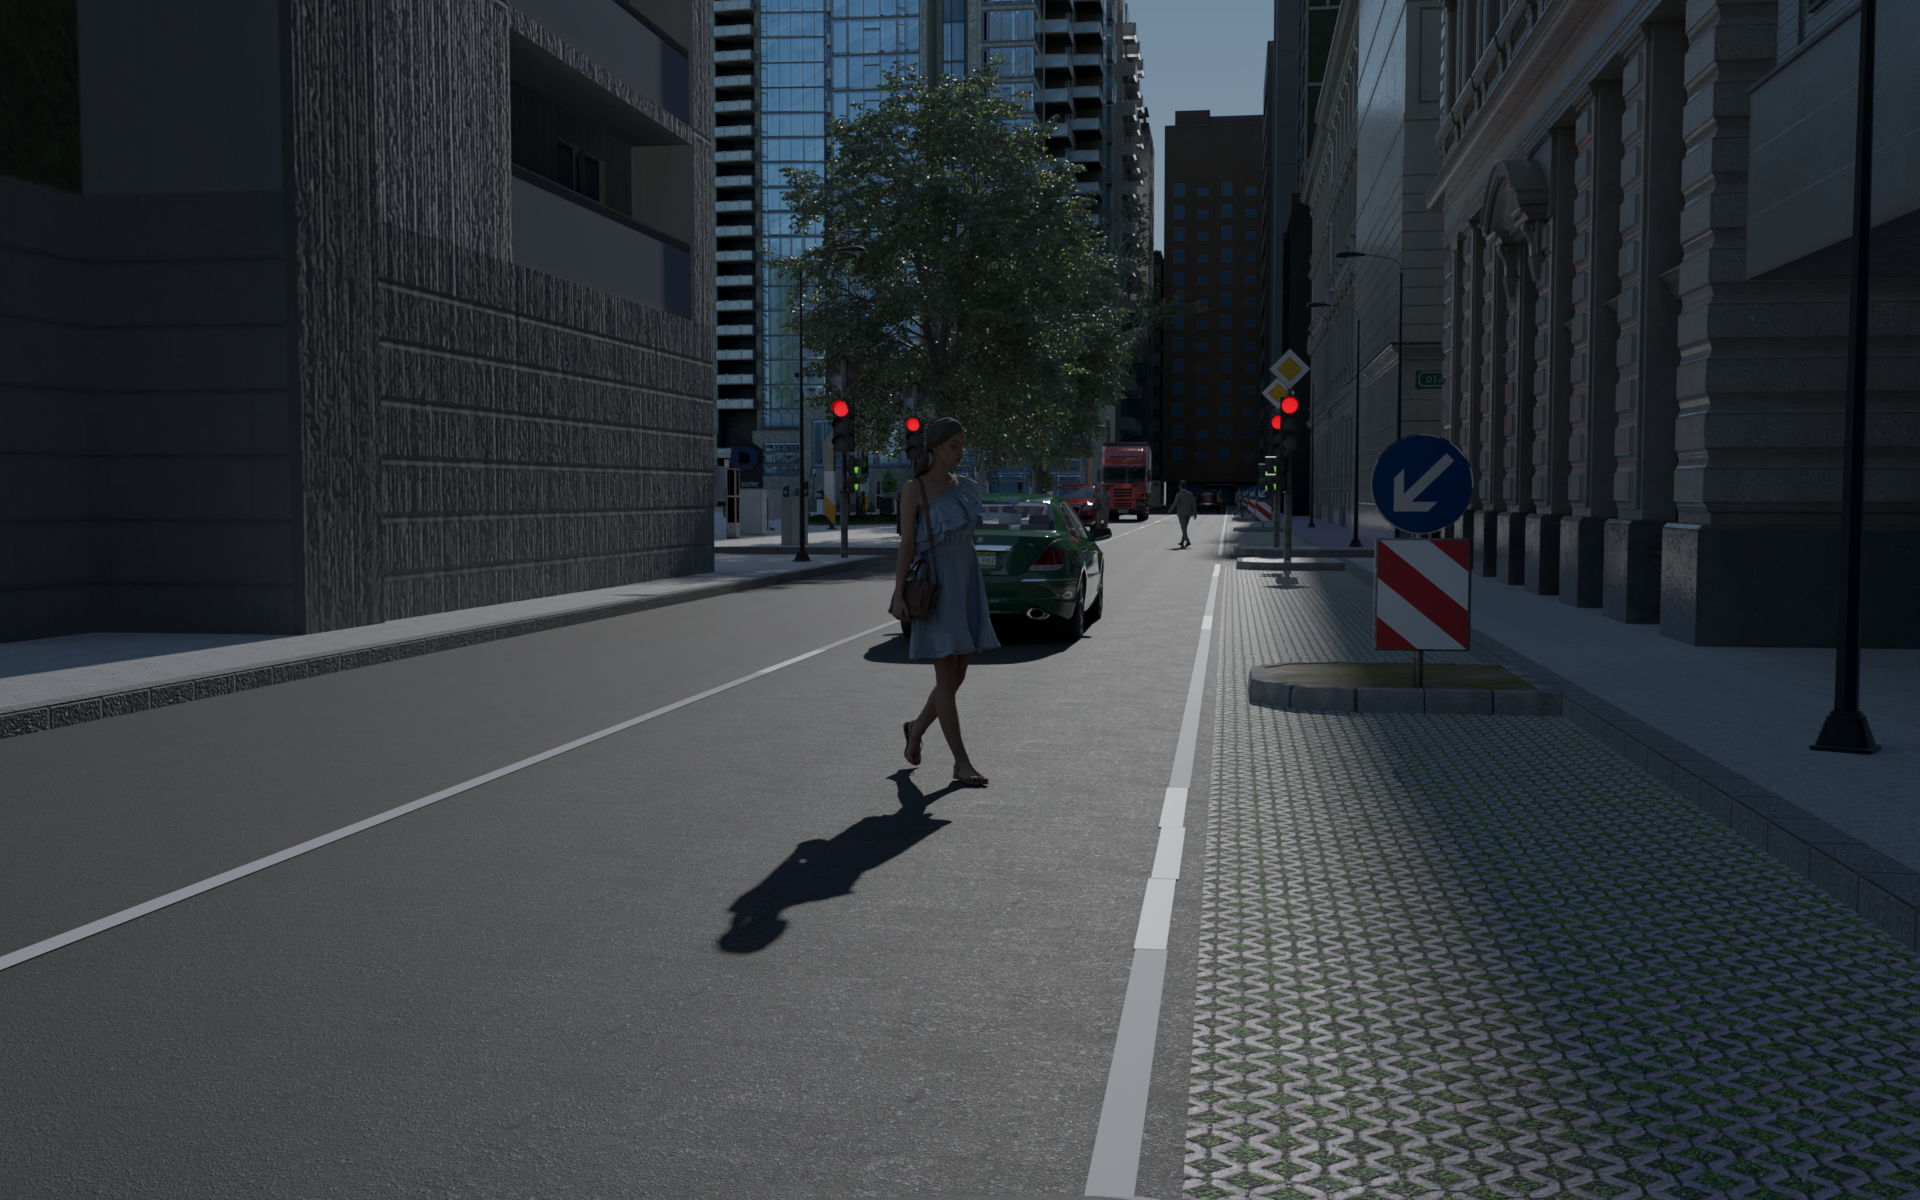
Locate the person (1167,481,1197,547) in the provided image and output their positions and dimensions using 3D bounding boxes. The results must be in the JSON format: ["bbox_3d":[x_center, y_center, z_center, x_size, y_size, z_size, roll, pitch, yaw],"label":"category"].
[{"bbox_3d":[6.097,-2.349,47.176,0.678,1.792,0.850,-2,4,-25],"label":"person"}]

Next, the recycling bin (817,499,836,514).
[{"bbox_3d":[-6.357,-4.274,82.438,0.722,1.027,0.722,-2,4,-27],"label":"recycling bin"}]

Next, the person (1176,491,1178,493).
[{"bbox_3d":[21.246,-9.875,170.671,0.721,1.736,1.217,1,4,8],"label":"person"}]

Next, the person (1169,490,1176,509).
[{"bbox_3d":[20.737,-9.762,168.113,0.705,1.822,1.348,2,4,35],"label":"person"}]

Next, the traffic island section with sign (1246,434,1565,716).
[{"bbox_3d":[3.048,-0.217,12.174,1.989,1.847,2.006,1,4,9],"label":"traffic island section with sign"}]

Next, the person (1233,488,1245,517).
[{"bbox_3d":[17.500,-6.108,108.474,0.850,1.850,0.679,-1,4,-10],"label":"person"}]

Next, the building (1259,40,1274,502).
[{"bbox_3d":[41.849,-33.860,177.316,21.300,48.544,21.600,1,4,9],"label":"building"}]

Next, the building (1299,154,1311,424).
[{"bbox_3d":[23.570,-15.431,88.455,11.583,22.565,21.152,1,4,9],"label":"building"}]

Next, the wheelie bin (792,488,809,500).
[{"bbox_3d":[-8.379,-5.091,91.151,0.980,1.594,0.693,1,4,11],"label":"wheelie bin"}]

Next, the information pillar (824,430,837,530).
[{"bbox_3d":[-4.709,-4.367,62.750,0.504,3.616,0.183,3,5,39],"label":"information pillar"}]

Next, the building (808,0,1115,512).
[{"bbox_3d":[1.210,-50.137,132.416,22.319,86.520,31.000,1,4,9],"label":"building"}]

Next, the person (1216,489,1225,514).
[{"bbox_3d":[18.437,-6.993,122.931,0.705,1.812,1.348,-1,4,-13],"label":"person"}]

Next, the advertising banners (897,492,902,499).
[{"bbox_3d":[-3.198,-7.310,115.709,2.074,3.025,0.090,-1,4,-13],"label":"advertising banners"}]

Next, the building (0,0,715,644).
[{"bbox_3d":[-18.572,-29.511,24.511,28.212,58.520,21.231,1,4,9],"label":"building"}]

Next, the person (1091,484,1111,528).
[{"bbox_3d":[4.857,-3.123,59.912,0.716,1.782,0.532,1,4,20],"label":"person"}]

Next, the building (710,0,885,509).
[{"bbox_3d":[-23.380,-53.413,185.967,31.000,86.520,22.319,1,4,9],"label":"building"}]

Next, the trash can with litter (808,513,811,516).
[{"bbox_3d":[-8.815,-5.146,95.528,0.624,1.170,1.055,-2,4,-26],"label":"trash can with litter"}]

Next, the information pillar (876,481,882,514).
[{"bbox_3d":[-4.383,-5.463,93.811,0.304,2.012,0.304,0,4,7],"label":"information pillar"}]

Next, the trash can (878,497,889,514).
[{"bbox_3d":[-3.534,-4.332,82.482,0.748,1.137,0.748,0,3,0],"label":"trash can"}]

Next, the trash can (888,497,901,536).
[{"bbox_3d":[-1.638,-2.522,52.894,0.748,1.137,0.748,0,3,0],"label":"trash can"}]

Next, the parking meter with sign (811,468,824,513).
[{"bbox_3d":[-9.152,-7.354,116.496,1.738,3.016,0.543,2,4,28],"label":"parking meter with sign"}]

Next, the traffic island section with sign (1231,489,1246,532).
[{"bbox_3d":[11.440,-3.512,66.056,1.989,1.847,2.006,1,4,9],"label":"traffic island section with sign"}]

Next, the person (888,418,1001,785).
[{"bbox_3d":[-0.124,-0.008,8.720,0.616,1.811,0.778,-2,4,-35],"label":"person"}]

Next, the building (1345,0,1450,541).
[{"bbox_3d":[32.811,-16.419,44.862,44.131,29.872,17.030,1,4,9],"label":"building"}]

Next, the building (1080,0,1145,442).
[{"bbox_3d":[5.821,-33.289,163.883,23.786,49.044,30.456,1,4,9],"label":"building"}]

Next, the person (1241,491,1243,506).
[{"bbox_3d":[26.945,-9.531,165.051,1.217,1.743,0.721,3,4,38],"label":"person"}]

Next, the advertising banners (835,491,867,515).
[{"bbox_3d":[-5.110,-4.967,77.403,2.074,3.025,0.090,1,4,23],"label":"advertising banners"}]

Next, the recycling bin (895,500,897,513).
[{"bbox_3d":[-3.284,-5.138,96.554,0.722,1.027,0.722,0,4,-2],"label":"recycling bin"}]

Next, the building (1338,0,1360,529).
[{"bbox_3d":[20.092,-14.136,67.276,11.583,22.565,21.152,1,4,9],"label":"building"}]

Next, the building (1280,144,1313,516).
[{"bbox_3d":[26.327,-16.942,106.683,12.332,23.373,15.834,1,4,9],"label":"building"}]

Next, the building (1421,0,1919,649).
[{"bbox_3d":[12.330,-11.826,22.230,11.050,23.489,19.941,1,4,9],"label":"building"}]

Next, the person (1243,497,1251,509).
[{"bbox_3d":[24.374,-8.549,148.285,1.348,1.824,0.705,-3,4,-39],"label":"person"}]

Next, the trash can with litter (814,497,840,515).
[{"bbox_3d":[-7.658,-5.369,98.840,2.233,1.210,1.678,1,4,17],"label":"trash can with litter"}]

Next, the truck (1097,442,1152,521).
[{"bbox_3d":[9.208,-6.532,95.708,2.839,4.237,11.283,0,4,7],"label":"truck"}]

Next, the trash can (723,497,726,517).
[{"bbox_3d":[-12.695,-5.097,94.984,0.748,1.137,0.748,0,3,0],"label":"trash can"}]

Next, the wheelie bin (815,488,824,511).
[{"bbox_3d":[-6.920,-4.833,86.931,0.693,1.594,0.980,0,4,3],"label":"wheelie bin"}]

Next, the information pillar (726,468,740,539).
[{"bbox_3d":[-6.518,-2.768,49.744,0.304,2.012,0.304,1,4,16],"label":"information pillar"}]

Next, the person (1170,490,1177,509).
[{"bbox_3d":[20.423,-9.512,164.037,1.348,1.821,0.705,2,4,33],"label":"person"}]

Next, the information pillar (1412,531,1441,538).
[{"bbox_3d":[6.489,-1.198,24.077,0.304,2.012,0.304,3,5,45],"label":"information pillar"}]

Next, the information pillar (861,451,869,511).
[{"bbox_3d":[-5.038,-6.111,91.270,0.504,3.616,0.183,-3,5,-41],"label":"information pillar"}]

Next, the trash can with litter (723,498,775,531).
[{"bbox_3d":[-7.410,-3.059,61.072,2.233,1.210,1.678,-2,4,-32],"label":"trash can with litter"}]

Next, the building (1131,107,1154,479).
[{"bbox_3d":[13.679,-30.733,186.080,14.086,41.232,14.154,1,4,9],"label":"building"}]
